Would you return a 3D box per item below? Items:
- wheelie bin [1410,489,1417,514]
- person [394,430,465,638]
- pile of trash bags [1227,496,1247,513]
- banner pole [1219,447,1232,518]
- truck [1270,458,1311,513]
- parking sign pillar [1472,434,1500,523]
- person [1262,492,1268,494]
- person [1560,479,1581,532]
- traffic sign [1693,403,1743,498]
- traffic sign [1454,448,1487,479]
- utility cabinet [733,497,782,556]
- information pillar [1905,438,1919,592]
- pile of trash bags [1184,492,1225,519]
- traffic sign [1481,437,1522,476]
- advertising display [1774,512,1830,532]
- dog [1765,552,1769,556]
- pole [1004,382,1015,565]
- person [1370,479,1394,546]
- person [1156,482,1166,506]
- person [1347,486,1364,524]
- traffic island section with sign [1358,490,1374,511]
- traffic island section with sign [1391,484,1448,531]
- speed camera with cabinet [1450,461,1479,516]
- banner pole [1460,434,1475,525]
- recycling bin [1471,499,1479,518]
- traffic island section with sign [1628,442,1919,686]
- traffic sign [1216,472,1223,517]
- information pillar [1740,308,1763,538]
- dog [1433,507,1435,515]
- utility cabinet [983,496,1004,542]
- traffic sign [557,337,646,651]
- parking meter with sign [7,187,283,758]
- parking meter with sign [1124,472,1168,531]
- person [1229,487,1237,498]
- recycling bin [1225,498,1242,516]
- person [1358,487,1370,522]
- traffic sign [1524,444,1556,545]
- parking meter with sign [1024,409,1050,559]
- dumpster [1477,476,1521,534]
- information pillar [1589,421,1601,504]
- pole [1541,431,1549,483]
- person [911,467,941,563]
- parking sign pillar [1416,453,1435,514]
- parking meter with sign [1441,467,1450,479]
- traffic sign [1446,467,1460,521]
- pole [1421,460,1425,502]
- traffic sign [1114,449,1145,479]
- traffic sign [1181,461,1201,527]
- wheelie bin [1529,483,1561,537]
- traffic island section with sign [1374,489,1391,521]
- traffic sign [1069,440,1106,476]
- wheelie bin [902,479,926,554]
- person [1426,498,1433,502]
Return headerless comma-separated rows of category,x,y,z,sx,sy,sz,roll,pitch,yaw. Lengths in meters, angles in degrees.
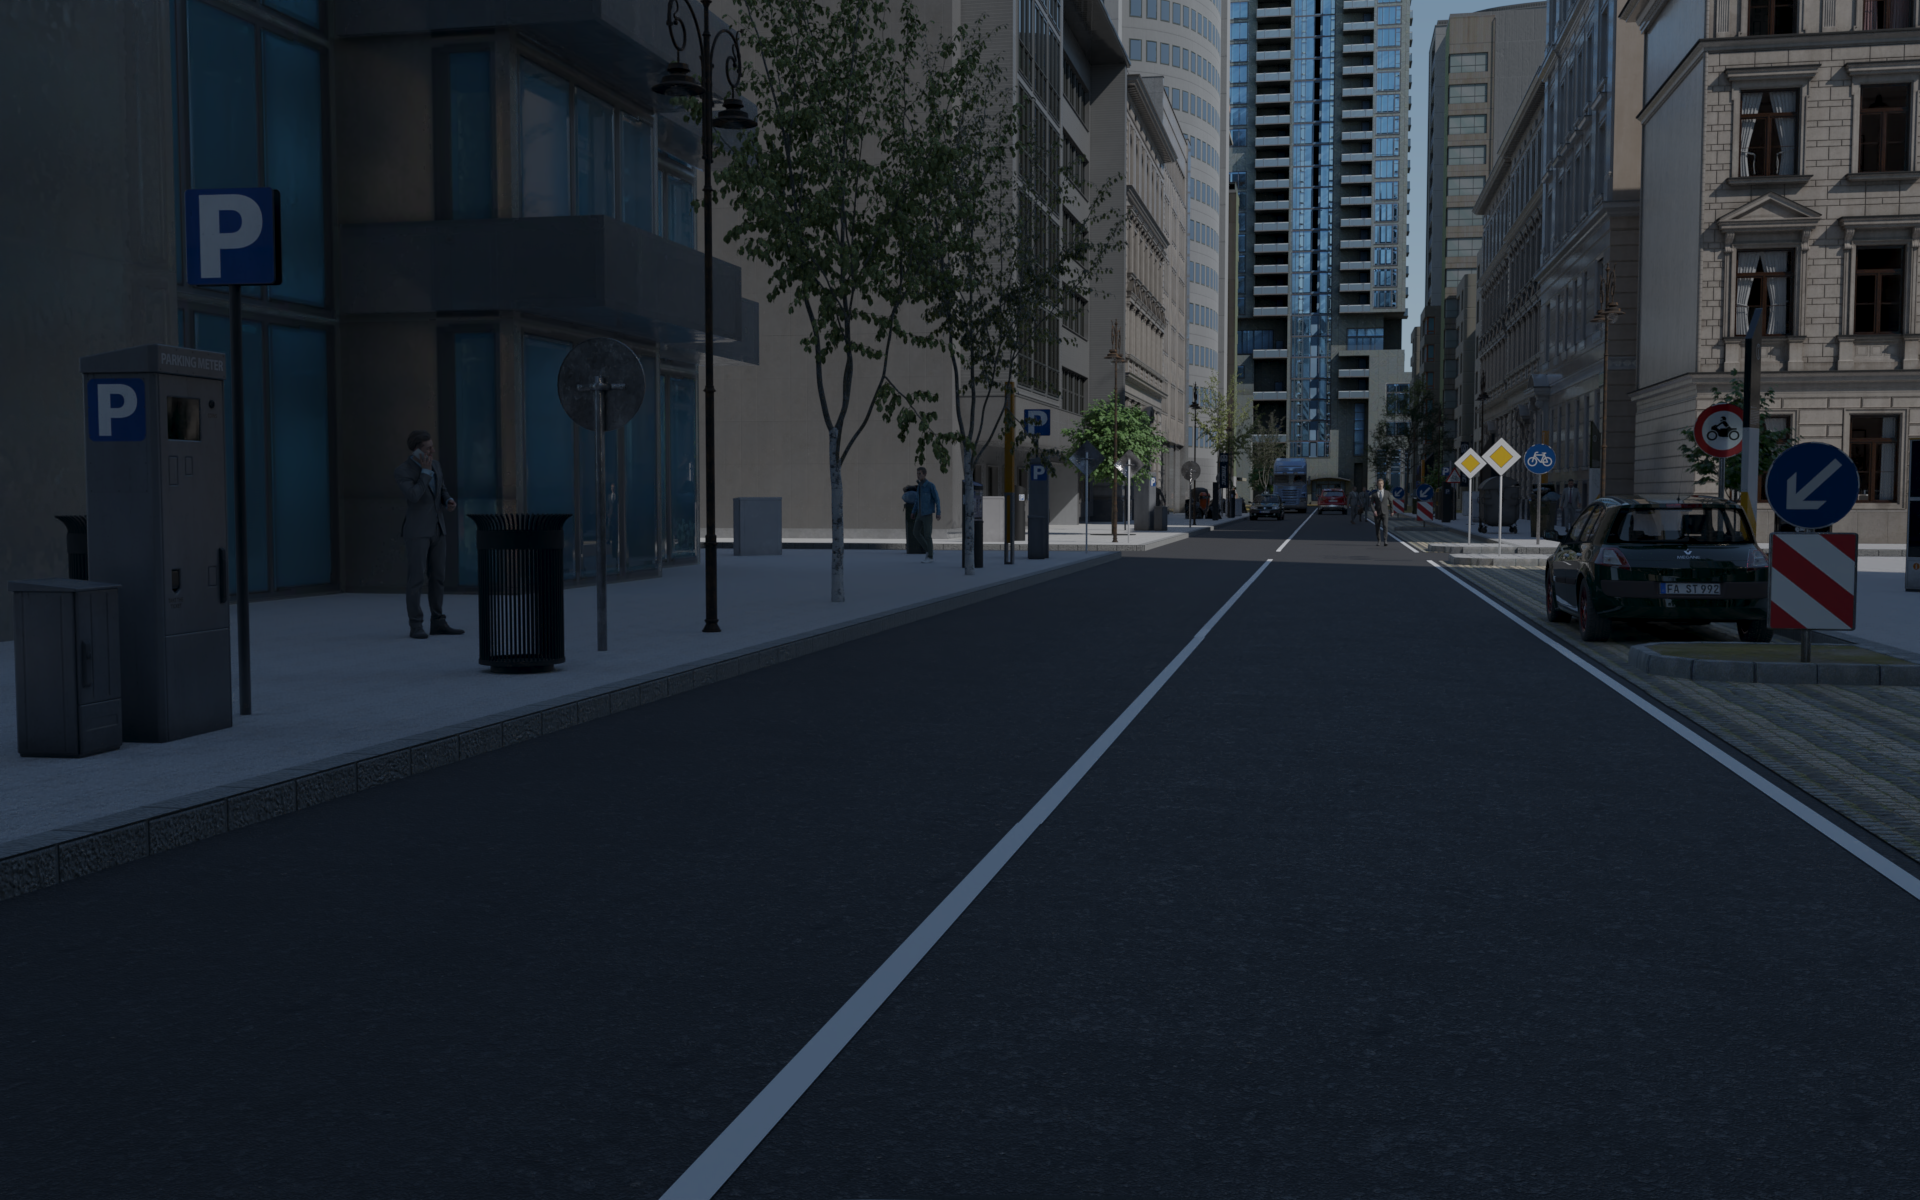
wheelie bin,29.133,-6.257,110.209,0.980,1.594,0.693,2,4,28
person,-4.724,-0.592,15.520,0.447,1.846,0.655,1,4,23
pile of trash bags,17.651,-6.512,116.227,3.447,1.369,1.912,3,5,44
banner pole,14.232,-6.265,92.444,0.863,3.779,0.401,2,4,26
truck,26.013,-8.939,135.918,2.967,4.110,18.799,1,4,12
parking sign pillar,23.790,-5.464,77.816,1.447,3.967,1.447,0,4,-6
person,32.207,-10.803,182.653,1.348,1.826,0.705,1,4,21
person,20.434,-3.158,57.942,0.678,1.792,0.850,1,4,22
traffic sign,10.685,-1.480,24.311,0.768,2.556,0.104,1,4,20
traffic sign,12.792,-2.519,43.382,0.795,2.593,0.064,1,4,12
utility cabinet,-4.241,-1.536,36.273,1.020,1.237,0.306,-3,4,-36
information pillar,12.626,-1.112,22.668,0.304,2.012,0.304,-2,4,-30
pile of trash bags,12.597,-4.896,89.797,1.912,1.369,3.447,0,4,7
traffic sign,11.122,-2.042,35.573,0.795,2.593,0.064,1,4,12
advertising display,13.638,-1.396,28.034,0.974,1.923,0.123,-1,4,-14
dog,10.707,-0.363,22.764,0.406,0.507,0.540,-2,4,-30
pole,0.900,-2.304,31.509,0.158,3.312,0.155,0,3,0
person,11.635,-2.415,47.758,0.659,1.850,0.755,1,4,11
person,8.371,-4.187,74.279,0.755,1.850,0.659,-2,4,-29
person,18.843,-4.531,82.703,0.709,1.813,0.853,-2,4,-26
traffic island section with sign,39.771,-9.832,169.383,1.989,1.847,2.006,1,4,12
traffic island section with sign,17.989,-3.606,67.593,1.989,1.847,2.006,1,4,12
speed camera with cabinet,29.656,-6.603,102.294,2.038,3.252,0.660,1,4,10
banner pole,21.257,-5.051,72.599,0.863,3.779,0.401,-2,4,-27
recycling bin,27.403,-4.828,91.496,0.722,1.027,0.722,1,4,10
traffic island section with sign,6.506,-0.322,13.899,1.989,1.847,2.006,1,4,12
traffic sign,14.876,-6.000,98.206,0.768,2.556,0.104,1,4,13
information pillar,9.940,-1.861,21.776,0.183,3.616,0.504,3,4,38
dog,28.455,-5.388,104.930,0.540,0.507,0.406,0,4,7
utility cabinet,0.698,-2.161,46.493,1.020,1.237,0.306,1,4,11
traffic sign,-2.929,-0.856,14.104,0.768,2.556,0.104,1,4,12
parking meter with sign,-4.276,-0.789,9.163,0.543,3.016,1.738,1,4,9
parking meter with sign,6.482,-3.941,60.704,1.738,3.016,0.543,3,5,40
person,22.027,-8.150,139.305,0.705,1.824,1.348,-1,4,-18
recycling bin,15.808,-5.351,100.037,0.722,1.027,0.722,3,4,39
person,21.015,-4.988,90.153,0.694,1.812,0.767,0,4,0
traffic sign,14.699,-2.683,43.971,0.768,2.556,0.104,1,4,14
parking meter with sign,1.554,-2.354,34.750,0.543,3.016,1.738,0,4,2
dumpster,17.652,-3.116,56.702,1.264,1.857,1.865,1,4,12
information pillar,20.343,-3.926,55.537,0.504,3.616,0.183,-3,4,-37
pole,18.838,-3.790,55.816,0.158,3.312,0.155,0,3,0
person,-0.621,-1.579,32.201,0.444,1.785,0.601,-2,4,-34
parking sign pillar,30.110,-7.572,112.280,1.447,3.967,1.447,-3,4,-37
parking meter with sign,31.598,-7.136,112.933,0.543,3.016,1.738,1,4,12
traffic sign,23.869,-5.116,83.646,0.884,2.594,0.081,1,4,14
pole,27.504,-6.675,102.972,0.158,3.312,0.155,0,3,0
traffic sign,4.392,-2.630,45.193,0.795,2.593,0.064,1,4,12
traffic sign,8.841,-4.057,66.443,0.768,2.556,0.104,1,4,19
wheelie bin,17.329,-2.661,51.422,0.980,1.594,0.693,3,4,37
traffic island section with sign,23.636,-5.219,93.952,1.989,1.847,2.006,1,4,12
traffic sign,2.721,-2.153,37.384,0.795,2.593,0.064,1,4,12
wheelie bin,-0.904,-1.792,37.215,0.693,1.594,0.980,0,4,-1
person,27.020,-5.676,99.842,0.522,1.701,0.512,-2,4,-30
